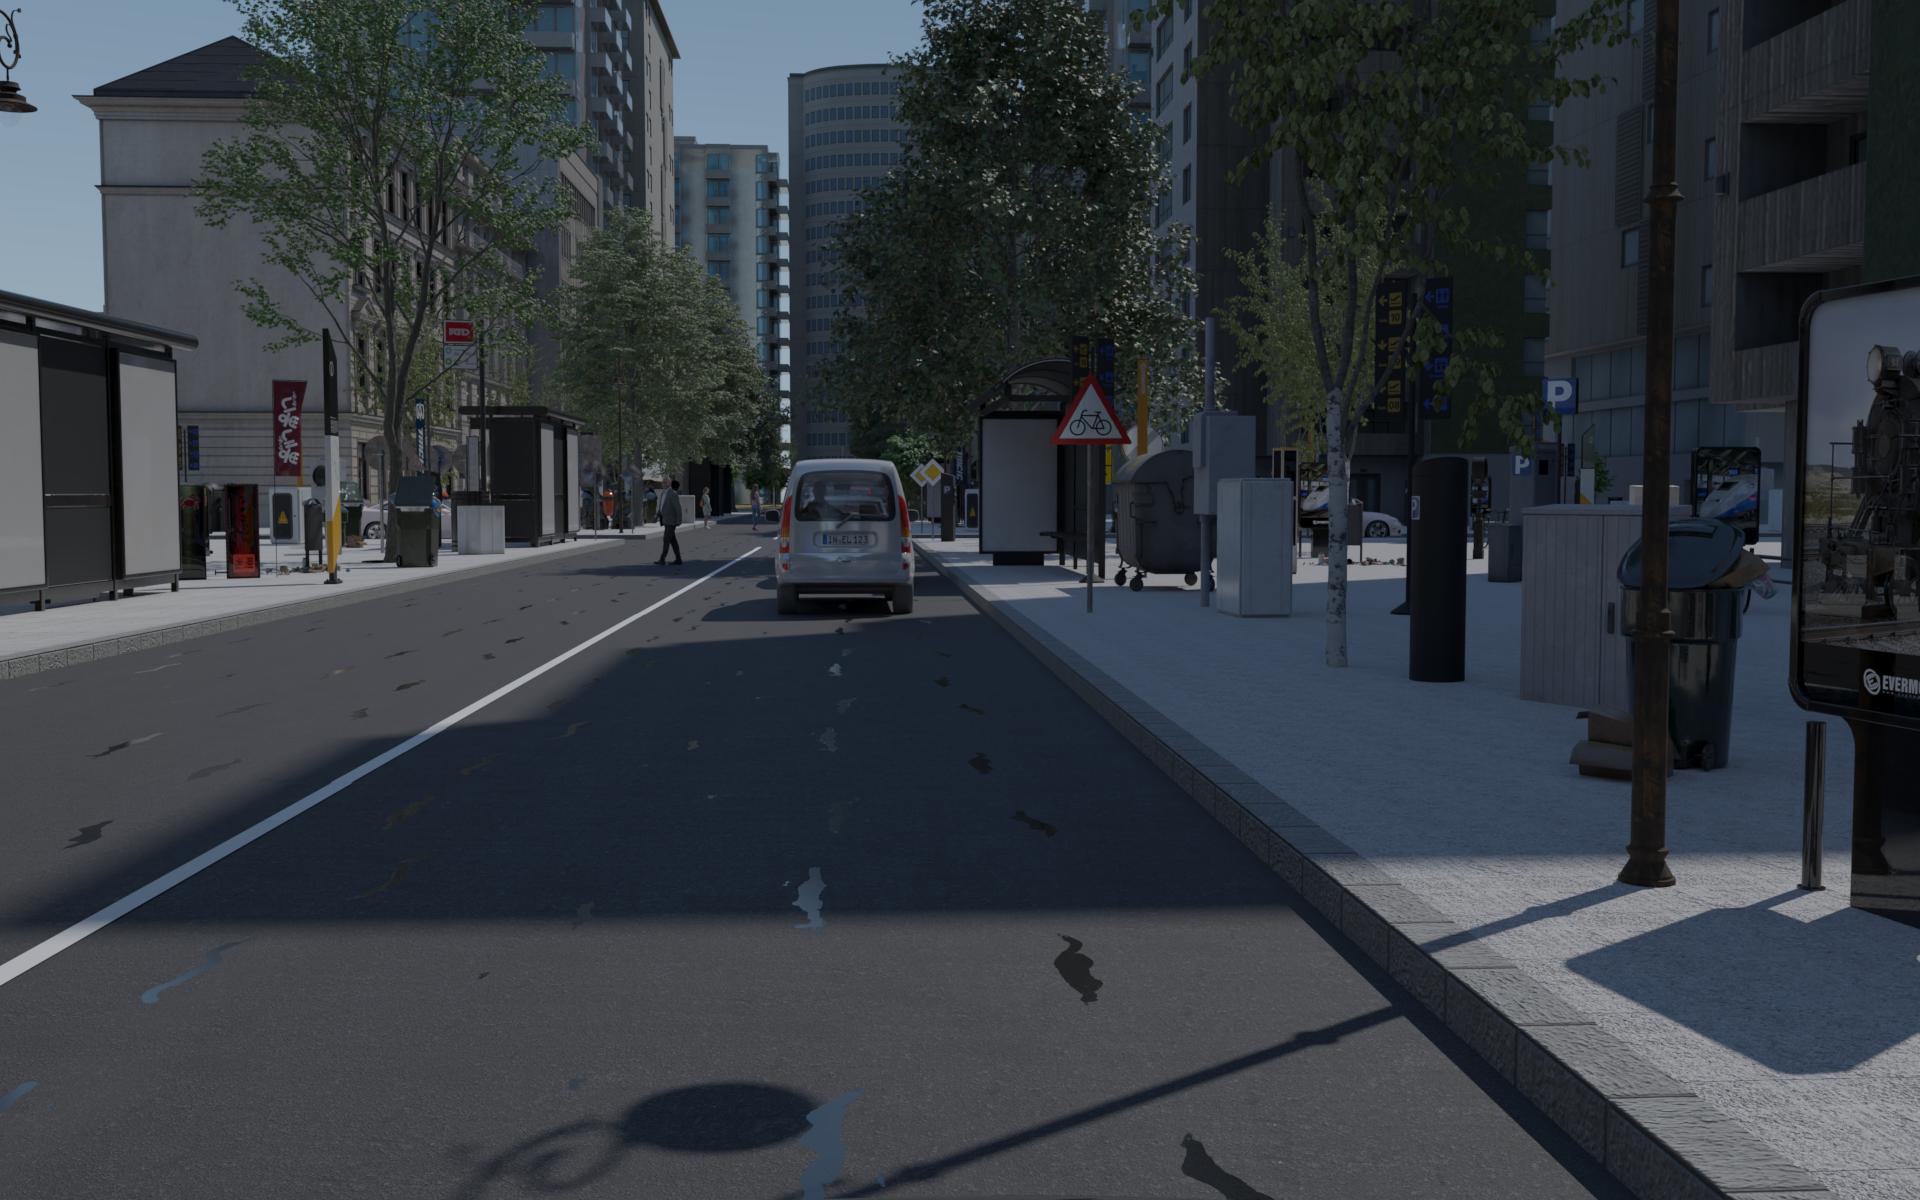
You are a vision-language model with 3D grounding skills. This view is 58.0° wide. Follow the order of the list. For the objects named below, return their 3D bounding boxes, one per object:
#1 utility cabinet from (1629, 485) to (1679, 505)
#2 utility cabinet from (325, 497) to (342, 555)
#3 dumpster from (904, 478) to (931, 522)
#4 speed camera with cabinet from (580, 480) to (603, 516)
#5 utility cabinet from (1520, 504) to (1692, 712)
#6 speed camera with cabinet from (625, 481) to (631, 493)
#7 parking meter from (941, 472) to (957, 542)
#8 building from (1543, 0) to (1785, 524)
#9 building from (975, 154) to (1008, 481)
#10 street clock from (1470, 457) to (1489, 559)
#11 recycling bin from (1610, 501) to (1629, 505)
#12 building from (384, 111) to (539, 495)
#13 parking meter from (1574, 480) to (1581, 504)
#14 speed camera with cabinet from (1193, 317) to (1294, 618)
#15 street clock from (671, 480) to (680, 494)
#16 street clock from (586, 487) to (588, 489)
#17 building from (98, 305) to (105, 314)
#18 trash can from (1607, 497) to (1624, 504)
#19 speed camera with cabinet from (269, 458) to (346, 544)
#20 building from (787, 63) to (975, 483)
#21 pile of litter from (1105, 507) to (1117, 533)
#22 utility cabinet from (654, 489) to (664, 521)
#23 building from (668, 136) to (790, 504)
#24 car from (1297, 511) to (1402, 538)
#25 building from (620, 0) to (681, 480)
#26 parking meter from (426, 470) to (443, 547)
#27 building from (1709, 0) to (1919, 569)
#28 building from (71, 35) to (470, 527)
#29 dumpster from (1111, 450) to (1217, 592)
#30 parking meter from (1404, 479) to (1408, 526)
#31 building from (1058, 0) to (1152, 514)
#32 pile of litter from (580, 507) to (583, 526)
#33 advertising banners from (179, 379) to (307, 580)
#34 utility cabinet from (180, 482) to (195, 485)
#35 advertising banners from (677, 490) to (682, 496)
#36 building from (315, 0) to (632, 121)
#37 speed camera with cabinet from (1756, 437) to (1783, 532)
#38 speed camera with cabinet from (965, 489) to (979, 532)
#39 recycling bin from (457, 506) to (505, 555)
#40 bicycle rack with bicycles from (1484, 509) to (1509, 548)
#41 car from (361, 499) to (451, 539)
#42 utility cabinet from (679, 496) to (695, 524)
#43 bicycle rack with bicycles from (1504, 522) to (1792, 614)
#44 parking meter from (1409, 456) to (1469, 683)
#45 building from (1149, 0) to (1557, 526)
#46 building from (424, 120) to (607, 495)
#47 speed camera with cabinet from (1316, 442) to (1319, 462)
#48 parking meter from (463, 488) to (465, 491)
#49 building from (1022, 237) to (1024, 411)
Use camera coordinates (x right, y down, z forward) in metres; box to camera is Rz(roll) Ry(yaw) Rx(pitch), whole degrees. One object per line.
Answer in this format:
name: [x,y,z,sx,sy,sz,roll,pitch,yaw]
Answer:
utility cabinet: [17.520,-2.143,43.722,1.173,1.500,0.318,0,4,-7]
utility cabinet: [-13.386,-1.582,37.024,0.306,1.237,1.020,-1,4,-22]
dumpster: [-1.768,-4.668,78.821,1.502,2.255,1.985,0,4,-3]
speed camera with cabinet: [-23.520,-7.023,109.169,2.038,3.252,0.660,1,4,23]
utility cabinet: [3.850,0.046,10.408,0.306,1.237,1.020,-2,4,-29]
speed camera with cabinet: [-19.517,-6.725,104.297,0.660,3.252,2.038,1,4,14]
parking meter: [-0.304,-2.507,46.705,0.399,1.863,0.255,1,4,14]
building: [44.572,-30.213,83.228,27.495,52.752,28.713,0,4,-3]
building: [8.537,-30.980,190.113,14.154,41.232,14.086,0,4,-3]
street clock: [10.240,-1.810,34.158,0.358,2.002,0.471,2,4,28]
recycling bin: [24.458,-3.135,63.818,0.722,1.027,0.722,-3,4,-36]
building: [-32.617,-15.663,97.887,13.314,21.916,24.055,0,4,-3]
parking meter: [25.396,-4.002,71.145,0.255,1.863,0.399,1,4,10]
speed camera with cabinet: [3.065,-1.499,18.841,0.660,3.252,2.038,0,4,-6]
street clock: [-15.089,-5.338,91.841,0.471,2.002,0.358,-1,4,-10]
street clock: [-20.031,-5.467,93.959,0.471,2.002,0.358,1,4,9]
building: [-72.815,-20.419,178.894,28.899,21.520,27.650,0,4,-3]
trash can: [30.350,-4.195,80.249,0.748,1.137,0.748,0,3,0]
speed camera with cabinet: [-16.670,-3.051,44.220,2.038,3.252,0.660,1,4,22]
building: [-8.972,-42.395,235.158,28.212,58.520,21.231,0,4,-3]
pile of litter: [5.378,-2.630,56.965,1.176,0.858,1.719,-1,4,-9]
utility cabinet: [-14.539,-4.575,83.488,1.173,1.500,0.318,-2,4,-28]
building: [-38.363,-37.599,234.351,30.456,49.044,23.786,0,4,-3]
car: [11.075,-2.483,52.959,4.827,1.381,2.083,0,4,-3]
building: [-43.919,-36.084,179.218,27.495,52.752,28.713,0,4,-3]
parking meter: [-12.653,-2.195,41.604,0.399,1.863,0.255,-2,4,-29]
building: [19.674,-15.578,26.404,14.160,30.474,14.107,0,4,-3]
building: [-28.727,-12.895,75.453,10.561,19.102,19.286,0,4,-3]
dumpster: [2.788,-1.081,23.430,1.264,1.857,1.865,0,4,-3]
parking meter: [17.826,-3.853,68.708,0.255,1.863,0.399,-1,4,-18]
building: [18.617,-30.422,117.003,23.786,49.044,30.456,0,4,-3]
pile of litter: [-15.454,-3.427,69.989,1.176,0.858,1.719,2,4,25]
advertising banners: [-10.905,-1.835,26.196,2.074,3.025,0.090,-2,4,-35]
utility cabinet: [-13.931,-1.373,31.126,0.318,1.500,1.173,-2,4,-29]
advertising banners: [-17.059,-6.656,105.008,0.090,3.025,2.074,-2,4,-28]
building: [-39.433,-32.088,144.247,23.786,49.044,30.456,0,4,-3]
speed camera with cabinet: [27.916,-3.975,59.333,0.660,3.252,2.038,-1,4,-15]
speed camera with cabinet: [0.985,-3.931,58.613,0.660,3.252,2.038,-3,4,-37]
recycling bin: [-10.214,-1.492,36.941,0.722,1.027,0.722,3,4,36]
bicycle rack with bicycles: [13.440,-1.702,41.211,2.925,0.926,2.852,-2,4,-29]
car: [-15.493,-2.349,50.762,4.827,1.381,2.083,0,4,-3]
utility cabinet: [-12.036,-3.915,75.168,1.020,1.237,0.306,0,4,-1]
bicycle rack with bicycles: [7.787,-0.338,18.907,2.852,0.926,2.925,0,4,3]
parking meter: [3.293,-0.214,11.915,0.372,1.533,0.369,0,3,0]
building: [16.248,-18.563,75.206,14.107,30.474,14.160,0,4,-3]
building: [-32.070,-18.459,119.825,12.078,24.808,19.932,0,4,-3]
speed camera with cabinet: [12.097,-3.918,58.401,0.660,3.252,2.038,1,4,22]
parking meter: [-13.332,-2.375,47.250,0.372,1.533,0.369,0,3,0]
building: [14.700,-52.226,166.563,22.319,86.520,31.000,0,4,-3]
